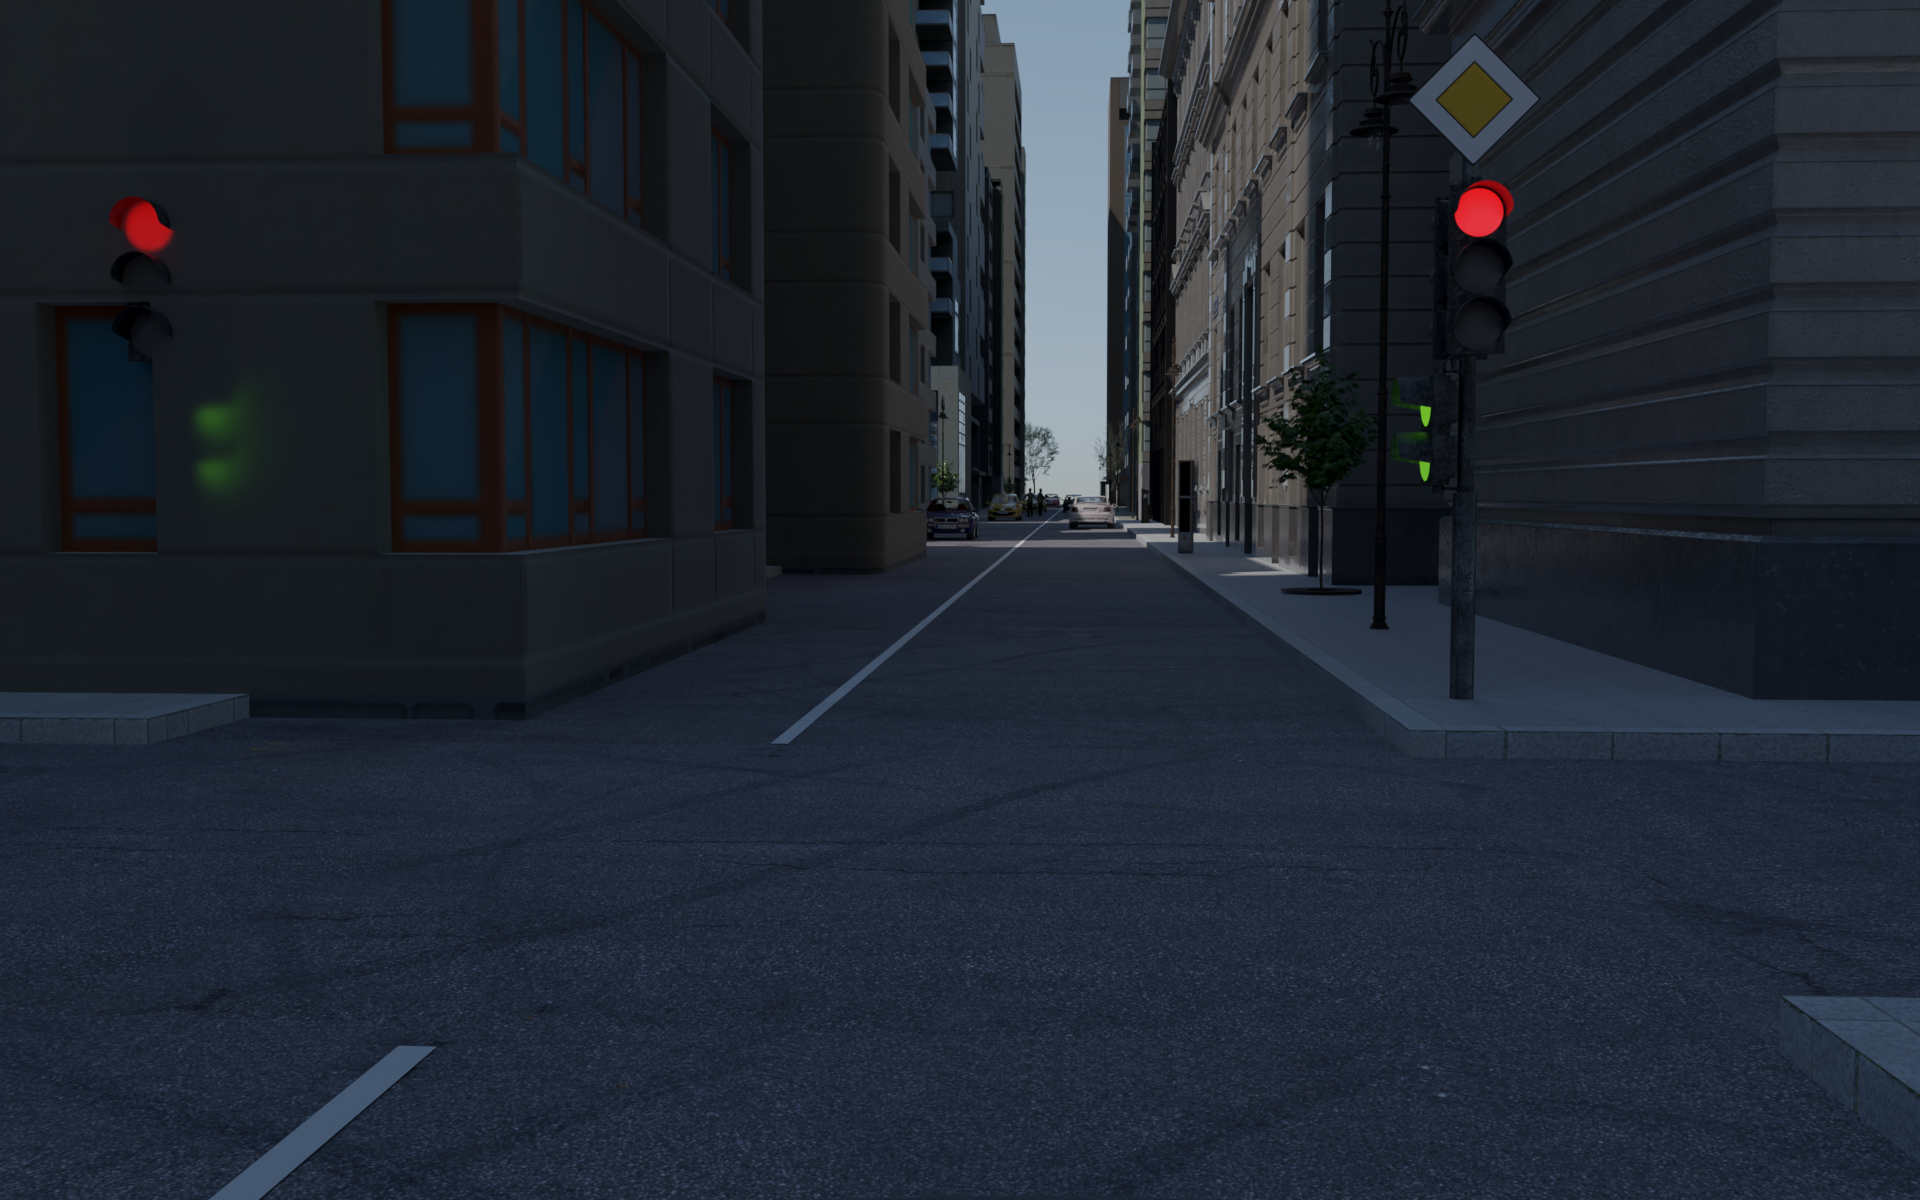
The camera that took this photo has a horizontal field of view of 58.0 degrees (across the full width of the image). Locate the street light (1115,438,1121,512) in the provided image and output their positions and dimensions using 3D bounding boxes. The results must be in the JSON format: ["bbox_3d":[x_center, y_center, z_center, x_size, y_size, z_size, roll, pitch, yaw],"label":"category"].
[{"bbox_3d":[11.572,-9.432,127.008,0.468,5.910,1.993,0,4,4],"label":"street light"}]

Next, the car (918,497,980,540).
[{"bbox_3d":[-0.327,-2.615,55.336,1.945,1.354,3.894,0,4,3],"label":"car"}]

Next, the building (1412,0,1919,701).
[{"bbox_3d":[14.499,-11.336,14.223,19.941,23.489,11.050,0,4,4],"label":"building"}]

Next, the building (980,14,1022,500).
[{"bbox_3d":[-4.605,-34.055,180.505,21.300,48.544,21.600,0,4,4],"label":"building"}]

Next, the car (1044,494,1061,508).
[{"bbox_3d":[9.357,-10.320,177.766,2.155,1.783,4.494,0,4,6],"label":"car"}]

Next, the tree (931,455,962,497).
[{"bbox_3d":[-0.693,-5.576,85.773,1.663,3.219,1.824,0,3,0],"label":"tree"}]

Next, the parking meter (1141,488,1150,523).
[{"bbox_3d":[8.122,-4.123,75.826,0.372,1.533,0.369,0,3,0],"label":"parking meter"}]

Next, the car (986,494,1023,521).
[{"bbox_3d":[2.445,-5.114,93.844,2.015,1.641,3.980,0,4,5],"label":"car"}]

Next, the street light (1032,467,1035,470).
[{"bbox_3d":[10.258,-16.371,240.445,0.468,5.910,1.993,0,4,4],"label":"street light"}]

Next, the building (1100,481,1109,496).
[{"bbox_3d":[35.006,-33.008,231.563,32.217,40.220,23.993,0,4,4],"label":"building"}]

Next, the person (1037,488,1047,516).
[{"bbox_3d":[5.317,-6.427,113.674,0.705,1.812,1.348,-2,4,-25],"label":"person"}]

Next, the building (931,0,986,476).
[{"bbox_3d":[-12.093,-33.175,131.649,28.713,52.752,27.495,0,4,4],"label":"building"}]

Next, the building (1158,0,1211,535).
[{"bbox_3d":[12.982,-13.617,58.802,11.583,22.565,21.152,0,4,4],"label":"building"}]

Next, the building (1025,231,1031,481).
[{"bbox_3d":[-2.951,-36.817,221.573,23.786,49.044,30.456,0,4,4],"label":"building"}]

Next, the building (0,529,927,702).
[{"bbox_3d":[-15.554,-11.047,25.654,27.650,21.520,28.899,0,4,4],"label":"building"}]

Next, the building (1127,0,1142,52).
[{"bbox_3d":[25.276,-32.129,144.919,23.786,49.044,30.456,0,4,4],"label":"building"}]

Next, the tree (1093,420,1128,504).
[{"bbox_3d":[15.308,-13.505,171.165,4.360,8.622,3.978,0,3,0],"label":"tree"}]

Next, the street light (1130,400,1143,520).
[{"bbox_3d":[8.737,-6.870,85.113,0.468,5.910,1.993,0,4,4],"label":"street light"}]

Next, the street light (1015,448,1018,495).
[{"bbox_3d":[5.518,-12.170,171.769,0.468,5.910,1.993,0,4,4],"label":"street light"}]

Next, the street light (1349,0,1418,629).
[{"bbox_3d":[3.991,-2.662,16.310,0.468,5.910,1.993,0,4,4],"label":"street light"}]

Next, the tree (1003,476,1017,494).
[{"bbox_3d":[4.611,-10.230,161.859,1.663,3.219,1.824,0,3,0],"label":"tree"}]

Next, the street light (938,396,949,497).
[{"bbox_3d":[-0.791,-6.581,80.379,0.468,5.910,1.993,0,4,4],"label":"street light"}]

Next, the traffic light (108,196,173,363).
[{"bbox_3d":[-5.114,-1.369,11.307,0.839,4.253,0.868,0,4,4],"label":"traffic light"}]

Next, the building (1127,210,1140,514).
[{"bbox_3d":[25.427,-16.533,115.354,27.650,21.520,28.899,0,4,4],"label":"building"}]

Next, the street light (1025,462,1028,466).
[{"bbox_3d":[7.852,-14.268,206.073,0.468,5.910,1.993,0,4,4],"label":"street light"}]

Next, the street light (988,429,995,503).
[{"bbox_3d":[2.183,-9.194,123.106,0.468,5.910,1.993,0,4,4],"label":"street light"}]

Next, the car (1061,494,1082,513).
[{"bbox_3d":[8.806,-7.588,133.851,2.009,1.686,4.222,0,4,4],"label":"car"}]

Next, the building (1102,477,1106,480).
[{"bbox_3d":[28.868,-35.772,204.478,23.786,49.044,30.456,0,4,4],"label":"building"}]

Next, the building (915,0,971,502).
[{"bbox_3d":[-10.165,-48.213,100.950,22.319,86.520,31.000,0,4,4],"label":"building"}]

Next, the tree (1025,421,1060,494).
[{"bbox_3d":[10.447,-19.586,245.986,9.928,11.665,9.643,0,3,0],"label":"tree"}]

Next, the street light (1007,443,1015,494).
[{"bbox_3d":[4.493,-11.305,157.626,0.468,5.910,1.993,0,4,4],"label":"street light"}]

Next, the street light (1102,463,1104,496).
[{"bbox_3d":[14.938,-12.436,176.111,0.468,5.910,1.993,0,4,4],"label":"street light"}]

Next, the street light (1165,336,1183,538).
[{"bbox_3d":[6.259,-4.774,50.841,0.468,5.910,1.993,0,4,4],"label":"street light"}]

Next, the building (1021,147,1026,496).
[{"bbox_3d":[0.283,-31.496,198.546,14.154,41.232,14.086,0,4,4],"label":"building"}]

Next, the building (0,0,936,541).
[{"bbox_3d":[-15.879,-13.462,65.150,27.650,21.520,28.899,0,4,4],"label":"building"}]

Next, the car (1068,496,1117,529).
[{"bbox_3d":[5.559,-3.694,72.764,2.083,1.381,4.827,0,4,6],"label":"car"}]

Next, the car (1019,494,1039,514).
[{"bbox_3d":[5.174,-7.253,128.804,2.015,1.641,3.980,0,4,3],"label":"car"}]

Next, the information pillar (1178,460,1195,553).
[{"bbox_3d":[4.901,-2.022,37.546,0.304,2.012,0.304,1,4,17],"label":"information pillar"}]

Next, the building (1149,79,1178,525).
[{"bbox_3d":[15.032,-15.154,77.452,12.332,23.373,15.834,0,4,4],"label":"building"}]

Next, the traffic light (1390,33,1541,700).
[{"bbox_3d":[3.129,-1.335,10.755,0.839,4.253,0.868,0,4,4],"label":"traffic light"}]

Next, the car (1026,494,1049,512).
[{"bbox_3d":[6.107,-7.877,139.013,2.015,1.641,3.980,0,4,2],"label":"car"}]

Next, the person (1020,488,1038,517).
[{"bbox_3d":[4.383,-6.137,108.856,1.348,1.823,0.705,2,4,34],"label":"person"}]

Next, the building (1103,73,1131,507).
[{"bbox_3d":[22.548,-32.574,182.687,14.600,45.320,14.200,0,4,4],"label":"building"}]

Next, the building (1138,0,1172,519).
[{"bbox_3d":[16.749,-25.070,93.490,14.154,41.232,14.086,0,4,4],"label":"building"}]

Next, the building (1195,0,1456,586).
[{"bbox_3d":[11.674,-14.550,35.159,12.463,27.353,25.104,0,4,4],"label":"building"}]

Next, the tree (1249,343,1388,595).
[{"bbox_3d":[4.544,-1.697,22.355,1.663,3.219,1.824,0,3,0],"label":"tree"}]

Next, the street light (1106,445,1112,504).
[{"bbox_3d":[14.031,-11.539,161.444,0.468,5.910,1.993,0,4,4],"label":"street light"}]

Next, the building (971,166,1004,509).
[{"bbox_3d":[-3.469,-23.303,152.711,14.160,30.474,14.107,0,4,4],"label":"building"}]
